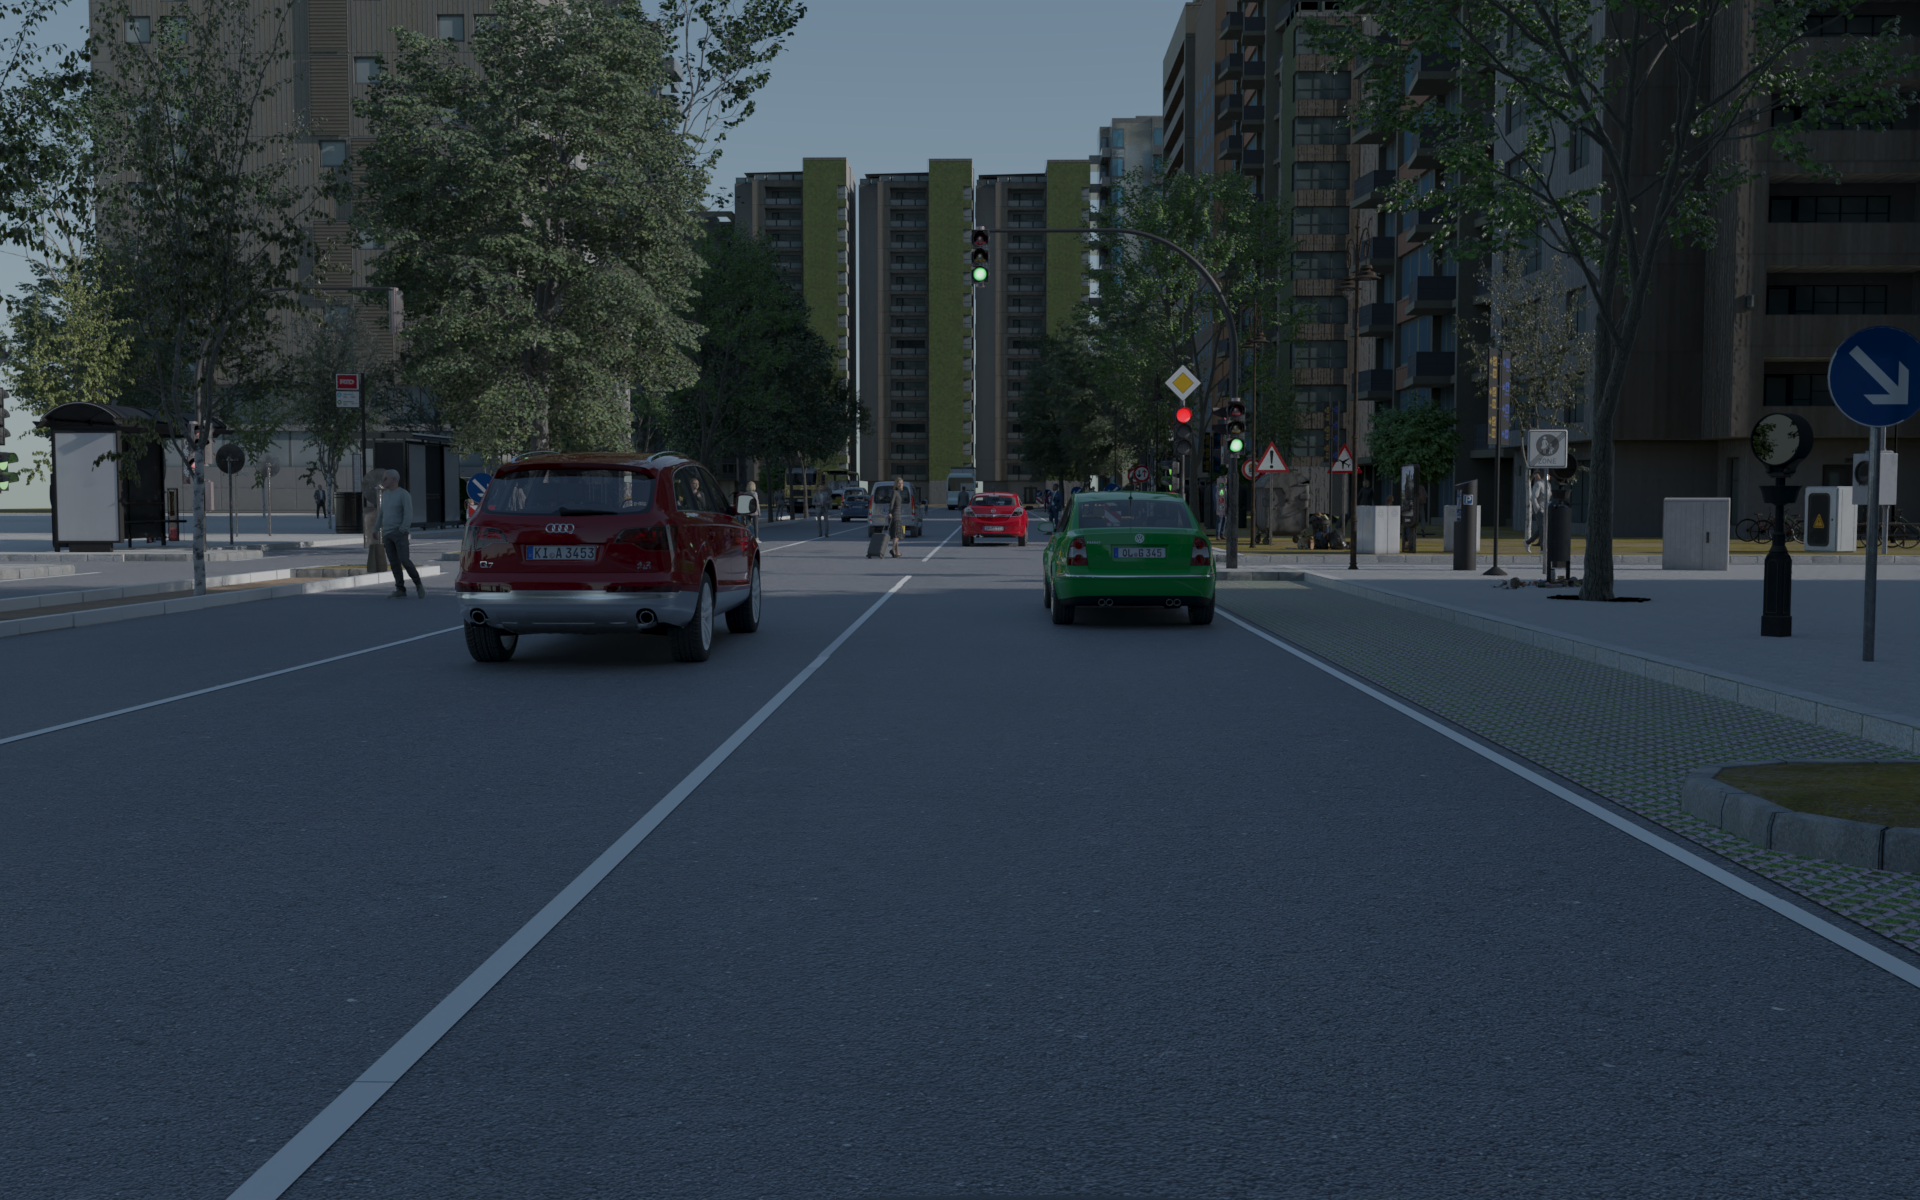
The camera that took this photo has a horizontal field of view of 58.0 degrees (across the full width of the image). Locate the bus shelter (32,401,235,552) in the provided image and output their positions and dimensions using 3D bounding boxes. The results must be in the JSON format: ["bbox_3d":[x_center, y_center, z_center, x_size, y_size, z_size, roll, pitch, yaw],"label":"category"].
[{"bbox_3d":[-19.156,-2.852,40.552,2.014,3.302,5.546,0,4,1],"label":"bus shelter"}]

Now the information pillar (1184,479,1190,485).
[{"bbox_3d":[10.819,-4.758,82.282,0.304,2.012,0.304,1,4,21],"label":"information pillar"}]

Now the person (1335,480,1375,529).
[{"bbox_3d":[14.459,-3.472,63.020,0.699,1.804,1.509,-3,4,-36],"label":"person"}]

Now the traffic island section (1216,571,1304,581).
[{"bbox_3d":[4.695,-0.463,29.853,2.009,0.180,2.903,0,4,1],"label":"traffic island section"}]

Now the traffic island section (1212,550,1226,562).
[{"bbox_3d":[4.858,-0.951,37.836,2.009,0.180,2.903,0,4,1],"label":"traffic island section"}]

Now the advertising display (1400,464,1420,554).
[{"bbox_3d":[9.787,-1.988,37.714,0.123,1.923,0.974,0,4,-2],"label":"advertising display"}]

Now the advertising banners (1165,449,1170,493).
[{"bbox_3d":[7.960,-4.302,66.520,0.090,3.025,2.074,0,4,4],"label":"advertising banners"}]

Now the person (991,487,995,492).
[{"bbox_3d":[1.681,-4.887,88.584,0.661,1.801,0.590,1,4,13],"label":"person"}]

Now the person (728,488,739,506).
[{"bbox_3d":[-18.612,-8.371,143.428,1.217,1.766,0.721,0,4,-4],"label":"person"}]

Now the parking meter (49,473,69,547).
[{"bbox_3d":[-21.642,-2.199,41.667,0.399,1.863,0.255,0,4,-1],"label":"parking meter"}]

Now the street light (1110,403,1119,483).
[{"bbox_3d":[7.941,-7.081,88.562,0.468,5.910,1.993,0,4,1],"label":"street light"}]

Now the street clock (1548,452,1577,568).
[{"bbox_3d":[10.422,-1.559,30.053,0.471,2.002,0.358,-1,4,-10],"label":"street clock"}]

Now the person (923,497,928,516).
[{"bbox_3d":[-2.247,-6.140,113.575,0.332,1.250,0.352,0,4,-3],"label":"person"}]

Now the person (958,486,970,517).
[{"bbox_3d":[0.228,-4.710,85.616,0.694,1.812,0.767,1,4,10],"label":"person"}]

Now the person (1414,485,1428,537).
[{"bbox_3d":[13.632,-2.795,51.710,0.622,1.834,0.822,1,4,9],"label":"person"}]

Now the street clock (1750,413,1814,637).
[{"bbox_3d":[7.365,-0.673,15.568,0.358,2.002,0.471,-2,4,-35],"label":"street clock"}]

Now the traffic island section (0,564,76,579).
[{"bbox_3d":[-16.941,-0.490,30.297,2.009,0.180,2.903,0,4,1],"label":"traffic island section"}]

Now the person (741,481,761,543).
[{"bbox_3d":[-6.169,-2.564,50.597,0.709,1.800,0.728,2,4,34],"label":"person"}]

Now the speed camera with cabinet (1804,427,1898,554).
[{"bbox_3d":[19.389,-2.654,37.737,0.660,3.252,2.038,-1,4,-16],"label":"speed camera with cabinet"}]

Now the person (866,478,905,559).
[{"bbox_3d":[-1.626,-1.844,38.861,0.699,1.804,1.509,2,4,33],"label":"person"}]

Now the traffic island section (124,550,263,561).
[{"bbox_3d":[-16.779,-0.979,38.281,2.009,0.180,2.903,0,4,1],"label":"traffic island section"}]

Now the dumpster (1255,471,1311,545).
[{"bbox_3d":[8.222,-2.351,44.198,1.264,1.857,1.865,0,4,1],"label":"dumpster"}]

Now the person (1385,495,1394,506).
[{"bbox_3d":[12.617,-2.447,50.724,0.373,1.253,0.362,2,4,29],"label":"person"}]

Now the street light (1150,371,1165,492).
[{"bbox_3d":[7.395,-5.644,65.065,0.468,5.910,1.993,0,4,1],"label":"street light"}]

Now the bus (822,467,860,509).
[{"bbox_3d":[-11.310,-10.537,163.826,2.896,3.916,12.252,0,4,2],"label":"bus"}]

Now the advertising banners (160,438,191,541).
[{"bbox_3d":[-21.473,-3.119,47.186,2.074,3.025,0.090,2,4,35],"label":"advertising banners"}]

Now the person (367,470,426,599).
[{"bbox_3d":[-7.777,-0.906,23.799,0.782,1.767,0.515,2,4,30],"label":"person"}]

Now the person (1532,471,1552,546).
[{"bbox_3d":[14.227,-2.238,42.444,0.447,1.846,0.655,-1,4,-10],"label":"person"}]

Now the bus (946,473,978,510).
[{"bbox_3d":[0.169,-10.061,159.350,2.948,3.499,13.247,0,4,1],"label":"bus"}]

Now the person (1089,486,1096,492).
[{"bbox_3d":[8.209,-6.116,106.521,0.782,1.767,0.515,2,4,31],"label":"person"}]

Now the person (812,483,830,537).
[{"bbox_3d":[-4.594,-2.993,57.632,0.606,1.804,0.583,-1,4,-16],"label":"person"}]

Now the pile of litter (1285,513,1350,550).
[{"bbox_3d":[8.354,-1.608,40.264,1.719,0.858,1.176,2,4,27],"label":"pile of litter"}]

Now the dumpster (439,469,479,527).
[{"bbox_3d":[-19.100,-3.889,66.075,1.502,2.255,1.985,0,4,1],"label":"dumpster"}]

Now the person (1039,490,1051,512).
[{"bbox_3d":[6.721,-7.655,134.343,1.217,1.739,0.721,0,4,-5],"label":"person"}]

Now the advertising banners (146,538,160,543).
[{"bbox_3d":[-21.255,-3.006,45.333,0.090,3.025,2.074,-1,4,-17],"label":"advertising banners"}]

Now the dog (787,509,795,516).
[{"bbox_3d":[-10.305,-5.281,105.630,0.406,0.507,0.540,0,3,0],"label":"dog"}]

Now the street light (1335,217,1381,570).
[{"bbox_3d":[6.685,-3.454,29.267,0.468,5.910,1.993,0,4,1],"label":"street light"}]

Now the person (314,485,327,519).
[{"bbox_3d":[-33.413,-5.147,90.594,0.834,1.777,0.661,3,4,39],"label":"person"}]

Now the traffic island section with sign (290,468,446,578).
[{"bbox_3d":[-10.396,-1.362,30.398,2.006,1.907,1.989,0,4,1],"label":"traffic island section with sign"}]

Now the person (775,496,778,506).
[{"bbox_3d":[-19.065,-10.506,181.051,0.421,1.427,0.697,2,4,34],"label":"person"}]

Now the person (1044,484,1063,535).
[{"bbox_3d":[3.317,-3.189,60.830,0.419,1.800,0.721,-3,5,-41],"label":"person"}]

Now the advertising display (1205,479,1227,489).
[{"bbox_3d":[10.967,-4.203,73.937,0.974,1.923,0.123,0,4,0],"label":"advertising display"}]

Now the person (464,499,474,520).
[{"bbox_3d":[-13.219,-2.093,46.996,0.394,1.301,0.425,0,4,-1],"label":"person"}]

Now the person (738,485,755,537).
[{"bbox_3d":[-6.945,-2.830,55.610,0.643,1.720,0.563,3,5,39],"label":"person"}]

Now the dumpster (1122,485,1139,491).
[{"bbox_3d":[10.817,-6.389,110.219,1.264,1.857,1.865,0,4,1],"label":"dumpster"}]

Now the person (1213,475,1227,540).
[{"bbox_3d":[7.319,-2.583,48.462,0.419,1.800,0.721,3,5,45],"label":"person"}]

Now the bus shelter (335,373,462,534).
[{"bbox_3d":[-19.570,-5.051,60.209,2.179,5.291,8.768,0,4,1],"label":"bus shelter"}]

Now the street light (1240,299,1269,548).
[{"bbox_3d":[6.973,-4.178,41.098,0.468,5.910,1.993,0,4,1],"label":"street light"}]

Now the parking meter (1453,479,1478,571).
[{"bbox_3d":[8.503,-1.268,29.148,0.372,1.533,0.369,0,3,0],"label":"parking meter"}]

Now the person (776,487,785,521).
[{"bbox_3d":[-9.499,-5.070,91.663,0.520,1.790,0.573,0,4,-3],"label":"person"}]

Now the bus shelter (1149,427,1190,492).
[{"bbox_3d":[10.807,-6.922,90.806,2.179,5.291,8.768,0,4,1],"label":"bus shelter"}]

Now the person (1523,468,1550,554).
[{"bbox_3d":[12.444,-1.920,37.281,0.661,1.843,0.795,-3,5,-45],"label":"person"}]
